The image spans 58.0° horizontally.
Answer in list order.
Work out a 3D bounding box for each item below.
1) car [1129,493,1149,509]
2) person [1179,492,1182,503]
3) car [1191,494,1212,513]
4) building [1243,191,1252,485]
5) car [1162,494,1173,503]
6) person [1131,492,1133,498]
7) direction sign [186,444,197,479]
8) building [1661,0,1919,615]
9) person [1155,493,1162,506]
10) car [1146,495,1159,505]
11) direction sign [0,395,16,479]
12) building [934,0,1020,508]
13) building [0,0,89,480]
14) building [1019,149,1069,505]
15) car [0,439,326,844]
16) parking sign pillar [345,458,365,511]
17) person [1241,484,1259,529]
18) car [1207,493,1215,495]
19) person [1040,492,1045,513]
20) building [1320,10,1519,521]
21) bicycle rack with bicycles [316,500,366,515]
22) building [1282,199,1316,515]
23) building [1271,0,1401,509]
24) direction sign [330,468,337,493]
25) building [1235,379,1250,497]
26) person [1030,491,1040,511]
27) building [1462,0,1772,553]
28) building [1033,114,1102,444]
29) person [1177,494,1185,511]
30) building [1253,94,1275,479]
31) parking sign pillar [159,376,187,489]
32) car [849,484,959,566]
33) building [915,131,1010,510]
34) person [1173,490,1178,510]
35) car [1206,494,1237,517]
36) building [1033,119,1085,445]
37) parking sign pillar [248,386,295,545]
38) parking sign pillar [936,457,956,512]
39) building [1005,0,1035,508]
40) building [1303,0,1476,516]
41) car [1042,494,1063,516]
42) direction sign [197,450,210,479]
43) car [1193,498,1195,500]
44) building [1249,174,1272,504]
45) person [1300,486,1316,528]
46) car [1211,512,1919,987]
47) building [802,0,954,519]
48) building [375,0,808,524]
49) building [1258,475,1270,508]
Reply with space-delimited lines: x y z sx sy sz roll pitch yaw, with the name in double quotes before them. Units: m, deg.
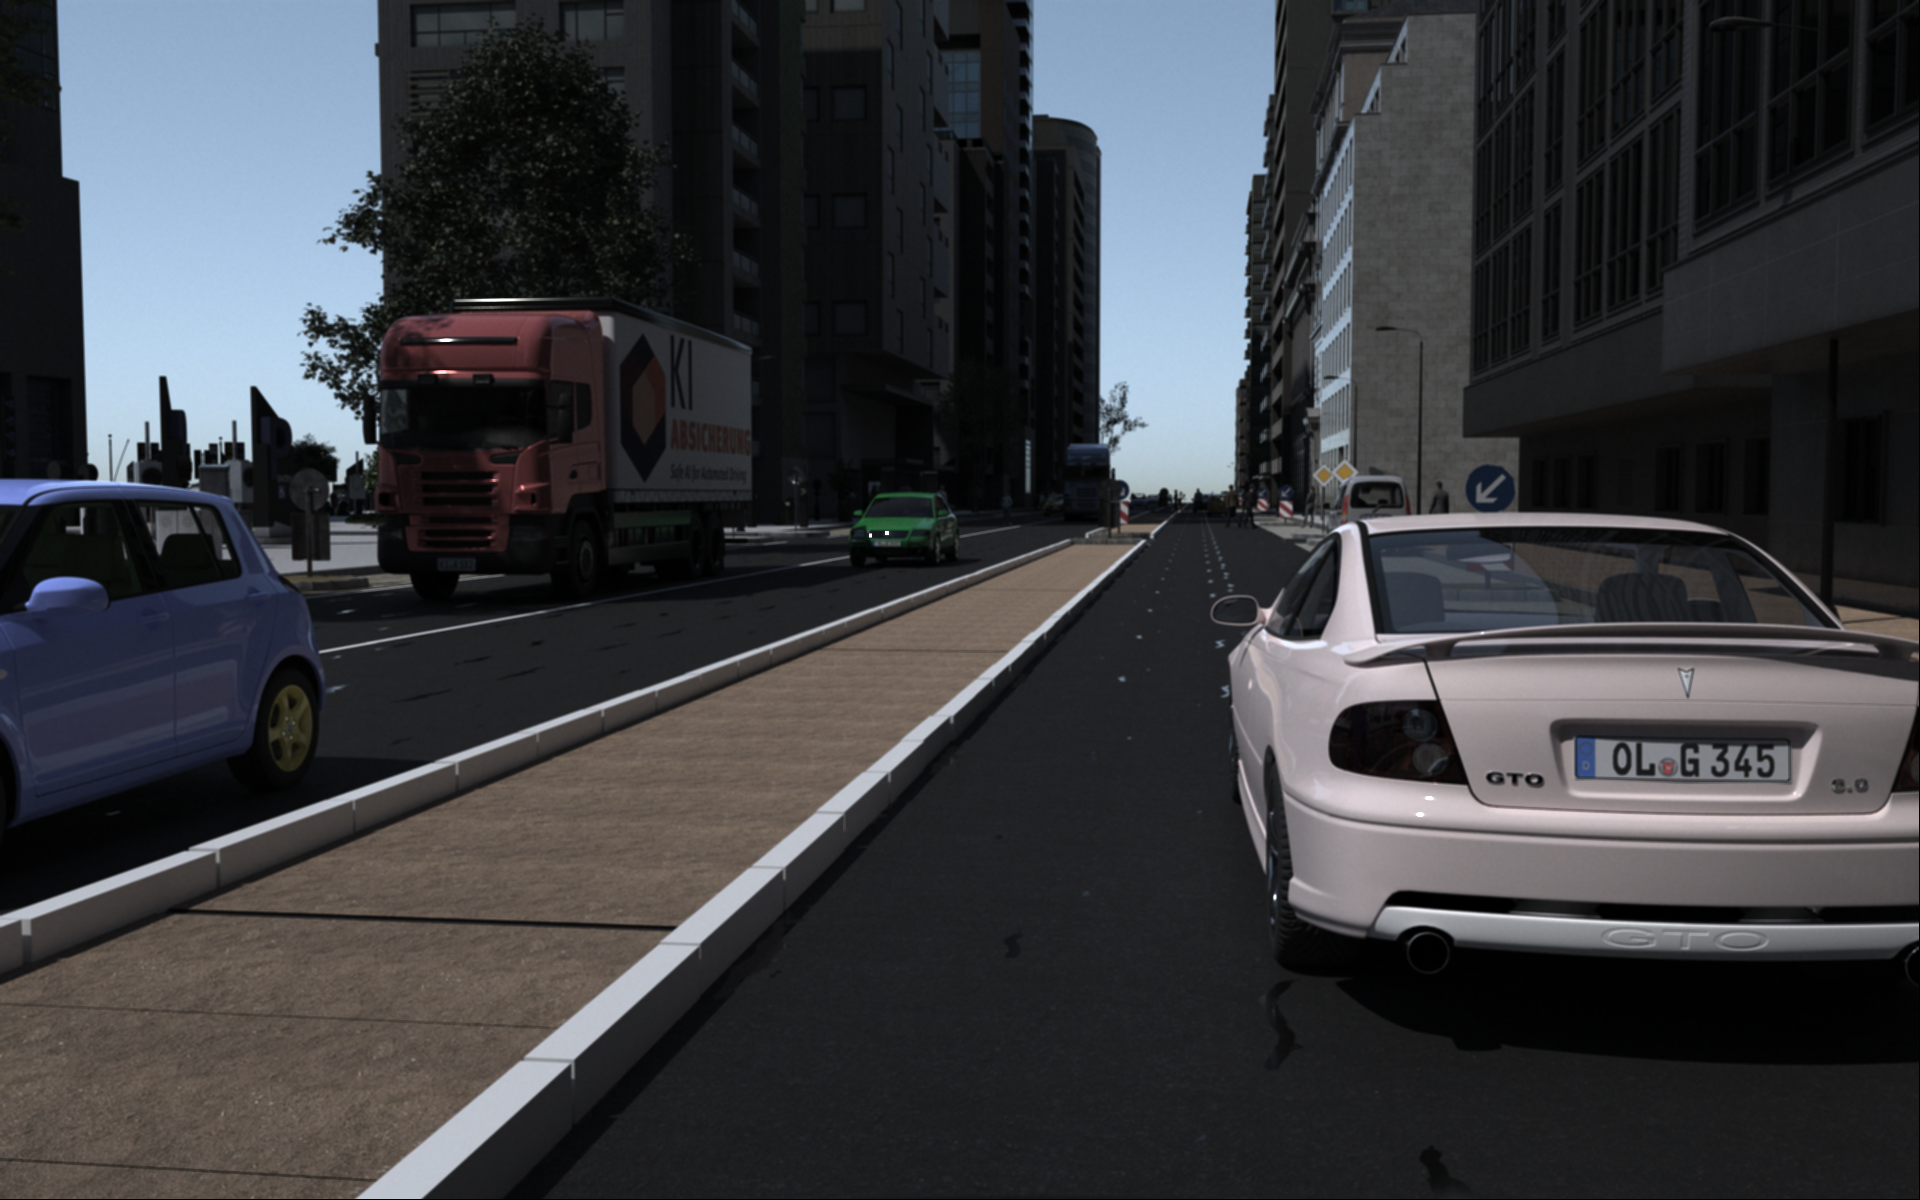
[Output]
"car" 17.606 -9.820 170.154 1.945 1.707 3.694 0 4 6
"person" 26.982 -12.433 212.500 0.721 1.743 1.217 0 4 1
"car" 19.043 -7.515 134.671 2.131 1.459 4.920 0 4 7
"building" 51.332 -36.029 243.700 22.147 44.769 28.867 0 4 8
"car" 33.722 -16.712 282.032 1.959 1.807 4.718 0 4 7
"person" 28.632 -17.027 287.804 0.541 1.710 0.530 0 4 6
"direction sign" -34.893 -5.243 77.713 0.876 3.537 0.379 1 4 14
"building" 14.047 -11.471 6.620 14.314 24.678 30.058 0 4 8
"person" 24.121 -12.215 208.230 1.348 1.821 0.705 0 4 1
"car" 25.870 -13.440 232.101 2.083 1.381 4.827 1 4 8
"direction sign" -21.854 -2.907 39.520 0.379 3.537 0.876 1 4 11
"building" -2.269 -30.905 155.409 14.600 45.320 14.200 0 4 8
"building" -56.015 -46.657 75.512 31.000 86.520 22.319 0 4 8
"building" 5.041 -31.621 200.603 14.154 41.232 14.086 0 4 8
"car" -4.221 0.144 7.235 1.945 1.707 3.694 0 4 7
"parking sign pillar" -45.500 -8.663 130.119 1.447 3.967 1.447 -3 5 -43
"person" 12.025 -3.867 71.500 0.755 1.850 0.659 0 4 -4
"car" 24.605 -9.804 169.879 1.945 1.707 3.694 0 4 6
"person" 6.088 -7.231 128.542 0.330 1.601 0.589 -2 4 -28
"building" 22.018 -13.600 77.107 10.420 20.320 16.860 0 4 8
"bicycle rack with bicycles" -37.915 -5.700 106.575 2.925 0.926 2.852 0 4 5
"building" 29.149 -16.879 117.775 13.314 21.916 24.055 0 4 8
"building" 36.397 -31.519 139.033 21.300 48.544 21.600 0 4 8
"direction sign" -39.879 -7.234 110.265 0.379 3.537 0.876 0 4 7
"building" 57.655 -26.153 272.644 27.650 21.520 28.899 0 4 8
"person" 6.419 -8.461 147.539 0.721 1.736 1.217 -3 5 -41
"building" 19.030 -14.704 33.919 14.314 27.812 24.014 0 4 8
"building" 10.489 -44.479 269.224 21.231 58.520 28.212 0 4 8
"person" 19.125 -8.426 149.447 0.628 1.438 0.799 2 4 34
"building" 44.408 -34.795 188.506 23.786 49.044 30.456 0 4 8
"parking sign pillar" -18.305 -3.173 40.343 1.447 3.967 1.447 -1 4 -19
"car" -1.111 -1.650 35.767 1.959 1.807 4.718 0 4 7
"building" -3.662 -22.600 141.218 14.160 30.474 14.107 0 4 8
"person" 19.088 -8.863 153.415 0.705 1.823 1.348 0 4 -6
"car" 16.693 -6.132 110.485 2.015 1.641 3.980 1 4 9
"building" 5.032 -37.004 228.709 21.300 48.544 21.600 0 4 8
"parking sign pillar" -17.432 -3.395 43.984 1.447 3.967 1.447 0 4 7
"parking sign pillar" -1.027 -8.355 125.084 1.447 3.967 1.447 -1 4 -17
"building" -2.841 -52.900 177.587 22.319 86.520 31.000 0 4 8
"building" 26.414 -18.903 94.968 13.634 28.700 20.117 0 4 8
"car" 6.388 -6.303 113.285 2.015 1.641 3.980 0 4 7
"direction sign" -38.986 -5.948 89.252 0.379 3.537 0.876 3 5 40
"car" 30.910 -12.826 222.285 1.945 1.354 3.894 1 4 9
"building" 44.452 -32.994 223.042 14.154 41.232 14.086 0 4 8
"person" 14.662 -3.925 72.942 0.573 1.790 0.520 2 4 34
"car" 2.014 0.356 6.534 2.083 1.381 4.827 0 4 6
"building" -15.438 -31.344 101.707 28.713 52.752 27.495 0 4 8
"building" -14.884 -23.816 72.979 14.154 41.232 14.086 0 4 8
"building" 44.481 -28.701 161.149 32.217 40.220 23.993 0 4 8
